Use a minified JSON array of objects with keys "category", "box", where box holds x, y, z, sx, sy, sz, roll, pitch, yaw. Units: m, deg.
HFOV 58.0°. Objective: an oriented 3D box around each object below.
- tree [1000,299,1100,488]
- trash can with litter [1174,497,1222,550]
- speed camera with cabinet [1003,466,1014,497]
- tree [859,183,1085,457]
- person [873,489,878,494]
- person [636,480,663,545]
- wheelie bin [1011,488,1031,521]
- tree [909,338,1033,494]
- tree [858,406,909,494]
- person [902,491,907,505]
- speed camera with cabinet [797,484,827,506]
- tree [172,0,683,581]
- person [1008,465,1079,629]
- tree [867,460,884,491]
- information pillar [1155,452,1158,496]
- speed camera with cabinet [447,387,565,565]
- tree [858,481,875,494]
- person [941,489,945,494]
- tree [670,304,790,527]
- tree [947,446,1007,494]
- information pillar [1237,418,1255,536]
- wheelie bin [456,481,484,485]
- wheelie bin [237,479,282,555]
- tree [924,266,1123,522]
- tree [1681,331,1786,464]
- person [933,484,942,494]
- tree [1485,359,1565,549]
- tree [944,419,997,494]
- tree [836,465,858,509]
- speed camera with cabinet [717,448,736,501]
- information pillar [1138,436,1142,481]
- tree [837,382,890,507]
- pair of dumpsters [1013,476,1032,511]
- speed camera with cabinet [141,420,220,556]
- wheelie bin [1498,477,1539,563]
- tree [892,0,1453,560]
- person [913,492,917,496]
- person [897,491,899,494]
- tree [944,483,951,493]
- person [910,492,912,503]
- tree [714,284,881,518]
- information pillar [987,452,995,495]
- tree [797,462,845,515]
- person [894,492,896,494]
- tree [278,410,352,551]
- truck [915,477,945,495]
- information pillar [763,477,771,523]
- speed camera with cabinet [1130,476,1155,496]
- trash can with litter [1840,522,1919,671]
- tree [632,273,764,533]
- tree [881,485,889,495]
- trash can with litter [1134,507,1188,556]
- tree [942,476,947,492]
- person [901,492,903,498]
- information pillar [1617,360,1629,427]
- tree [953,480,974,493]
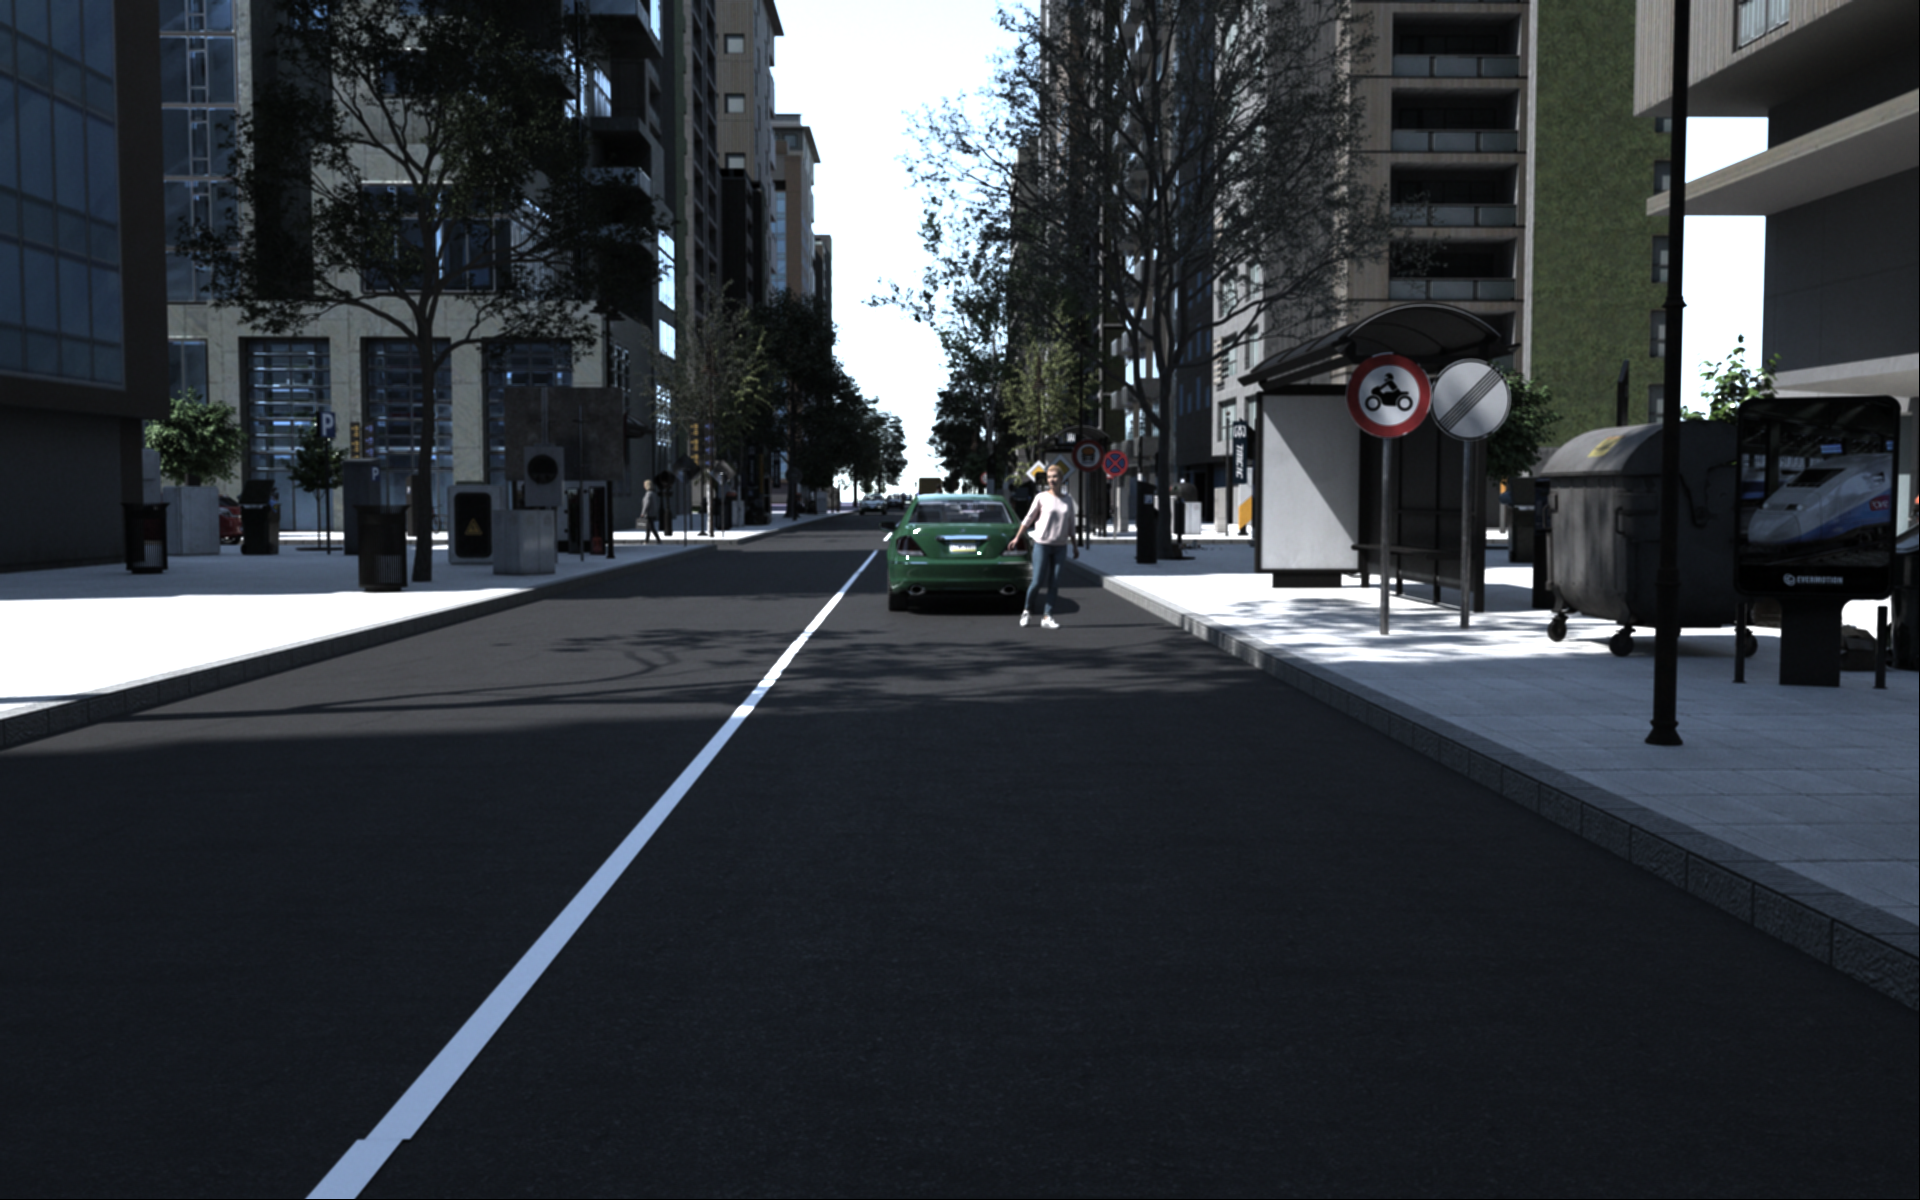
[{"category":"tree","box":[3.279,-7.078,66.091,4.737,8.622,4.395,0,3,0]},{"category":"trash can with litter","box":[5.265,-1.826,40.917,1.678,1.210,2.233,0,4,3]},{"category":"speed camera with cabinet","box":[2.921,-7.723,120.600,0.660,3.252,2.038,3,5,44]},{"category":"tree","box":[0.586,-15.342,106.738,12.611,20.169,13.585,0,3,0]},{"category":"person","box":[-6.668,-7.876,137.415,1.348,1.807,0.705,-1,4,-20]},{"category":"person","box":[-8.141,-2.246,45.403,0.728,1.800,0.709,1,4,10]},{"category":"wheelie bin","box":[2.986,-4.656,84.031,0.980,1.594,0.693,0,4,7]},{"category":"tree","box":[1.618,-14.457,143.035,9.857,13.997,8.962,0,3,0]},{"category":"tree","box":[-11.633,-21.059,250.968,9.857,13.997,8.962,0,3,0]},{"category":"person","box":[-7.206,-13.286,225.597,0.709,1.838,0.599,-3,5,-45]},{"category":"speed camera with cabinet","box":[-10.049,-7.546,117.719,2.038,3.252,0.660,-2,4,-33]},{"category":"tree","box":[-7.608,-5.560,25.316,7.601,10.594,8.767,-2,4,-28]},{"category":"person","box":[0.844,-0.575,18.570,0.731,1.740,0.598,-2,4,-28]},{"category":"tree","box":[-11.553,-16.172,214.774,4.360,8.622,3.978,0,3,0]},{"category":"information pillar","box":[9.604,-5.599,82.900,0.504,3.616,0.183,1,4,18]},{"category":"speed camera with cabinet","box":[-8.319,-2.288,31.750,2.038,3.252,0.660,0,4,-7]},{"category":"tree","box":[-11.458,-13.699,218.571,1.663,3.219,1.824,0,3,0]},{"category":"person","box":[-1.424,-7.828,136.505,1.348,1.821,0.705,0,4,-2]},{"category":"tree","box":[-8.743,-7.103,66.493,4.737,8.622,4.395,0,3,0]},{"category":"tree","box":[1.660,-8.169,117.275,4.285,4.588,4.351,0,3,0]},{"category":"information pillar","box":[8.819,-3.791,53.344,0.504,3.616,0.183,0,4,-3]},{"category":"wheelie bin","box":[-11.924,-2.089,42.060,0.980,1.594,0.693,-1,4,-15]},{"category":"wheelie bin","box":[-14.870,-1.766,36.774,0.980,1.594,0.693,0,4,6]},{"category":"tree","box":[3.143,-9.218,76.469,9.928,11.665,9.643,0,3,0]},{"category":"tree","box":[9.353,-1.591,20.617,1.663,3.219,1.824,0,3,0]},{"category":"person","box":[-0.845,-3.619,67.650,0.713,1.824,0.794,1,4,14]},{"category":"tree","box":[12.465,-3.492,40.813,4.285,4.588,4.351,0,3,0]},{"category":"tree","box":[1.229,-13.921,177.977,4.360,8.622,3.978,0,3,0]},{"category":"tree","box":[-11.204,-14.259,183.488,4.737,8.622,4.395,0,3,0]},{"category":"speed camera with cabinet","box":[-10.176,-4.964,75.500,0.660,3.252,2.038,0,4,-1]},{"category":"information pillar","box":[7.239,-4.789,69.656,0.183,3.616,0.504,0,4,-4]},{"category":"tree","box":[-10.843,-15.759,175.782,7.486,12.596,7.792,0,3,0]},{"category":"pair of dumpsters","box":[3.848,-5.717,95.959,1.574,2.255,4.437,0,4,-1]},{"category":"speed camera with cabinet","box":[-16.404,-2.540,35.861,0.660,3.252,2.038,2,4,29]},{"category":"wheelie bin","box":[10.590,-1.503,32.480,0.980,1.594,0.693,0,4,7]},{"category":"tree","box":[3.898,-7.535,33.564,12.009,13.543,11.850,0,3,0]},{"category":"person","box":[-7.005,-16.268,275.205,1.217,1.736,0.721,-1,4,-20]},{"category":"person","box":[-7.563,-12.653,215.904,0.750,1.759,0.617,0,4,5]},{"category":"tree","box":[-1.612,-15.864,253.973,1.663,3.219,1.824,0,3,0]},{"category":"person","box":[-6.437,-13.533,230.587,0.721,1.723,1.217,0,4,-4]},{"category":"tree","box":[-9.135,-10.870,94.729,9.611,12.733,9.660,0,3,0]},{"category":"information pillar","box":[1.705,-6.309,94.499,0.504,3.616,0.183,0,4,-4]},{"category":"tree","box":[-8.836,-7.538,106.957,4.285,4.588,4.351,0,3,0]},{"category":"person","box":[-9.958,-15.752,266.048,0.705,1.824,1.348,2,4,28]},{"category":"tree","box":[-14.777,-2.749,39.540,1.663,3.219,1.824,0,3,0]},{"category":"truck","box":[-3.399,-12.250,196.210,3.469,3.379,9.791,0,4,-2]},{"category":"information pillar","box":[-8.504,-4.403,76.474,0.304,2.012,0.304,0,4,5]},{"category":"speed camera with cabinet","box":[9.763,-5.867,90.267,2.038,3.252,0.660,-3,4,-37]},{"category":"trash can with litter","box":[6.838,-0.073,12.588,1.055,1.170,0.624,0,4,-3]},{"category":"tree","box":[-8.489,-6.515,56.877,4.360,8.622,3.978,0,3,0]},{"category":"tree","box":[-12.434,-17.637,282.969,1.663,3.219,1.824,0,3,0]},{"category":"trash can with litter","box":[4.108,-1.472,35.449,1.055,1.170,0.624,0,4,-1]},{"category":"tree","box":[-1.389,-17.220,265.266,4.285,4.588,4.351,0,3,0]},{"category":"person","box":[-9.150,-16.123,272.919,0.445,1.727,0.742,-1,4,-13]},{"category":"information pillar","box":[11.496,-2.370,30.102,0.183,3.616,0.504,2,4,33]},{"category":"tree","box":[0.585,-12.450,198.159,1.663,3.219,1.824,0,3,0]}]
